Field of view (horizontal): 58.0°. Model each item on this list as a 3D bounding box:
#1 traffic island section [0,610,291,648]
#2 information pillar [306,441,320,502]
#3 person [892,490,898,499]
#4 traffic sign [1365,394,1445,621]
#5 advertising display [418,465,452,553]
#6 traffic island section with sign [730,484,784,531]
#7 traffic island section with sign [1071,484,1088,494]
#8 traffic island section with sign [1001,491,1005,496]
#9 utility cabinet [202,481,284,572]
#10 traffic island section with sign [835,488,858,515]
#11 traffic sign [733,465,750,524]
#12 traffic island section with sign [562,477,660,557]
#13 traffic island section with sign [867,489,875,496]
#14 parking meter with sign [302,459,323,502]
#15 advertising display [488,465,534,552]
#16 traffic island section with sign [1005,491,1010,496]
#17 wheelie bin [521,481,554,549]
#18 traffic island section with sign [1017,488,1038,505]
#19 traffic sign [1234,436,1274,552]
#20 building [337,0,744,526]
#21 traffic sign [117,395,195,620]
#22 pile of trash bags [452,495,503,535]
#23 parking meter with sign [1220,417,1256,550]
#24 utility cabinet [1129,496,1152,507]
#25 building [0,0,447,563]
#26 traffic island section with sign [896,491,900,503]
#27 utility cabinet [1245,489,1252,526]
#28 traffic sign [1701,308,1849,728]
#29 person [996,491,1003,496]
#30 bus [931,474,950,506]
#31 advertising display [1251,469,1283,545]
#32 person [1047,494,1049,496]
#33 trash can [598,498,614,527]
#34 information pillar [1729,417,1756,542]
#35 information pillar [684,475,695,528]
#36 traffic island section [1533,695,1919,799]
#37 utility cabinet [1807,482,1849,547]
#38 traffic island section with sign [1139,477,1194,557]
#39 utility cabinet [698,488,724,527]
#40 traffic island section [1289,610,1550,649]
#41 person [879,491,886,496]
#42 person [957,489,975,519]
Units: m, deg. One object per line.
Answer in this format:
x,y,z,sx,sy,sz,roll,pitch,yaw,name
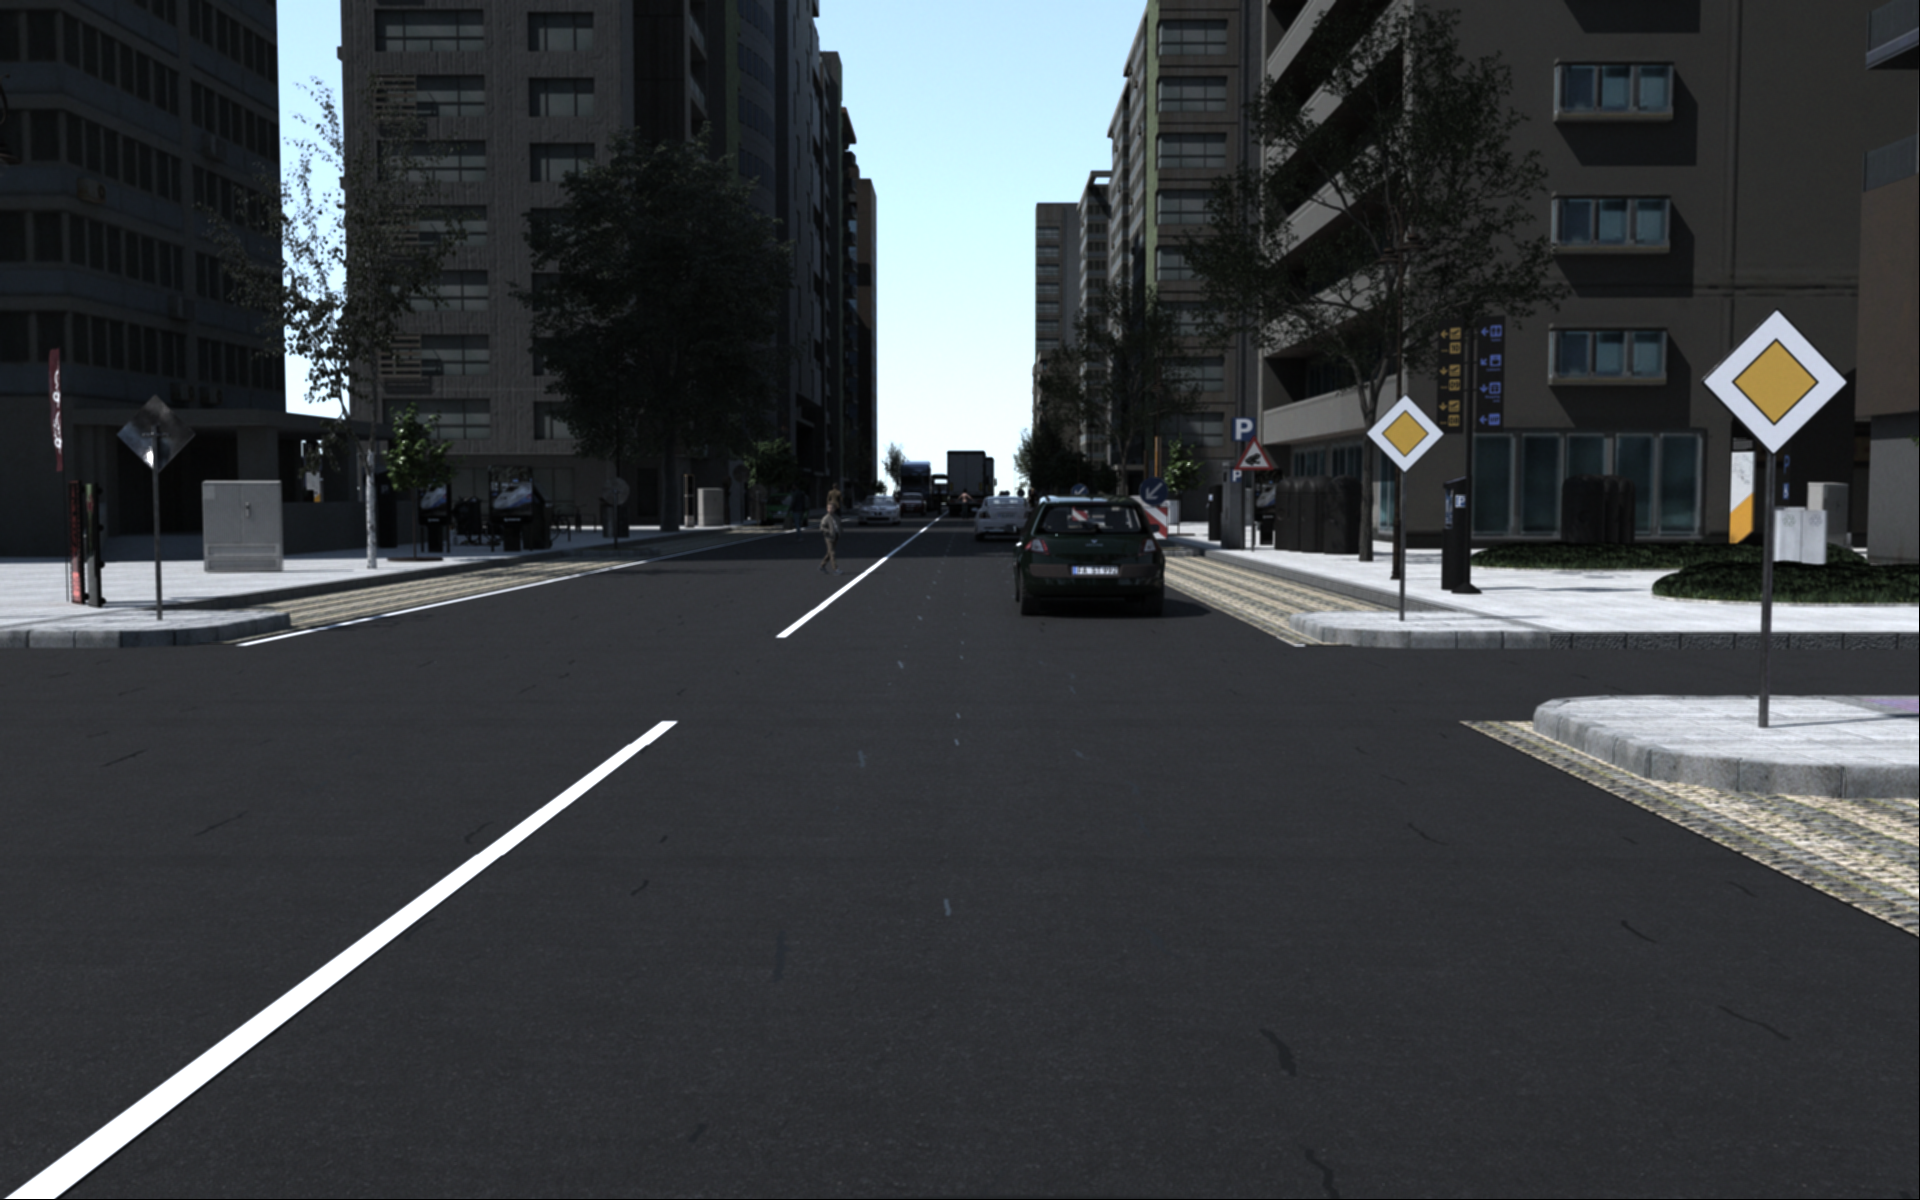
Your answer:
-8.155,0.286,17.601,2.009,0.180,2.903,0,4,0,traffic island section
-24.319,-4.509,65.081,0.504,3.616,0.183,-1,4,-11,information pillar
-7.033,-10.913,186.923,0.705,1.824,1.348,-2,4,-27,person
4.462,-0.844,17.440,0.795,2.450,0.064,0,4,0,traffic sign
-11.546,-2.010,38.074,0.974,1.923,0.123,2,4,33,advertising display
-7.851,-3.598,67.461,1.989,1.847,2.006,0,4,0,traffic island section with sign
4.479,-3.576,67.090,1.989,1.847,2.006,0,4,0,traffic island section with sign
5.488,-13.358,227.031,1.989,1.847,2.006,0,4,0,traffic island section with sign
-11.749,-1.205,28.385,1.173,1.500,0.318,-1,4,-14,utility cabinet
-7.530,-6.640,117.199,1.989,1.847,2.006,0,4,0,traffic island section with sign
-9.475,-4.590,75.160,0.768,2.556,0.104,0,4,1,traffic sign
-8.017,-1.924,40.088,1.989,1.847,2.006,0,4,0,traffic island section with sign
-7.356,-8.317,144.615,1.989,1.847,2.006,0,4,0,traffic island section with sign
-31.407,-5.440,85.197,1.738,3.016,0.543,-1,4,-20,parking meter with sign
-10.023,-2.048,38.705,0.974,1.923,0.123,-2,4,-26,advertising display
4.953,-8.312,144.528,1.989,1.847,2.006,0,4,0,traffic island section with sign
-9.893,-1.982,40.309,0.693,1.594,0.980,0,4,4,wheelie bin
4.786,-6.630,117.025,1.989,1.847,2.006,0,4,0,traffic island section with sign
6.530,-2.358,38.560,0.884,2.594,0.081,0,4,1,traffic sign
-17.325,-23.903,74.401,14.154,41.232,14.086,0,4,0,building
-8.131,-0.850,17.540,0.795,2.450,0.064,0,4,0,traffic sign
-15.678,-2.759,54.868,3.447,1.369,1.912,0,4,8,pile of trash bags
6.383,-2.686,40.182,0.543,3.016,1.738,0,4,-3,parking meter with sign
6.713,-3.230,63.975,1.020,1.237,0.306,3,5,43,utility cabinet
-30.272,-21.268,39.608,32.217,40.220,23.993,0,4,0,building
-7.007,-11.717,200.204,1.989,1.847,2.006,0,4,0,traffic island section with sign
11.284,-3.689,68.986,0.318,1.500,1.173,3,4,37,utility cabinet
4.412,-0.355,9.455,0.795,2.450,0.064,0,4,0,traffic sign
4.339,-11.013,189.095,0.617,1.759,0.750,3,5,43,person
-2.363,-13.449,211.435,2.896,3.916,12.252,0,4,2,bus
7.726,-2.348,43.600,0.974,1.923,0.123,-2,4,-34,advertising display
9.005,-9.986,174.986,0.599,1.433,0.991,-3,5,-42,person
-13.786,-3.430,67.741,0.748,1.137,0.748,0,3,0,trash can
15.362,-2.608,33.990,0.183,3.616,0.504,-2,4,-32,information pillar
-10.325,-3.767,66.083,0.304,2.012,0.304,-2,4,-26,information pillar
4.436,0.780,9.532,2.009,0.180,2.903,0,4,0,traffic island section
16.455,-1.477,32.836,1.173,1.500,0.318,-3,5,-42,utility cabinet
4.305,-1.927,40.135,1.989,1.847,2.006,0,4,0,traffic island section with sign
-9.732,-3.610,67.695,0.318,1.500,1.173,2,4,34,utility cabinet
4.486,0.291,17.517,2.009,0.180,2.903,0,4,0,traffic island section
-7.446,-9.619,166.580,0.742,1.727,0.445,1,4,16,person
0.342,-5.482,98.848,1.217,1.736,0.721,2,4,33,person
